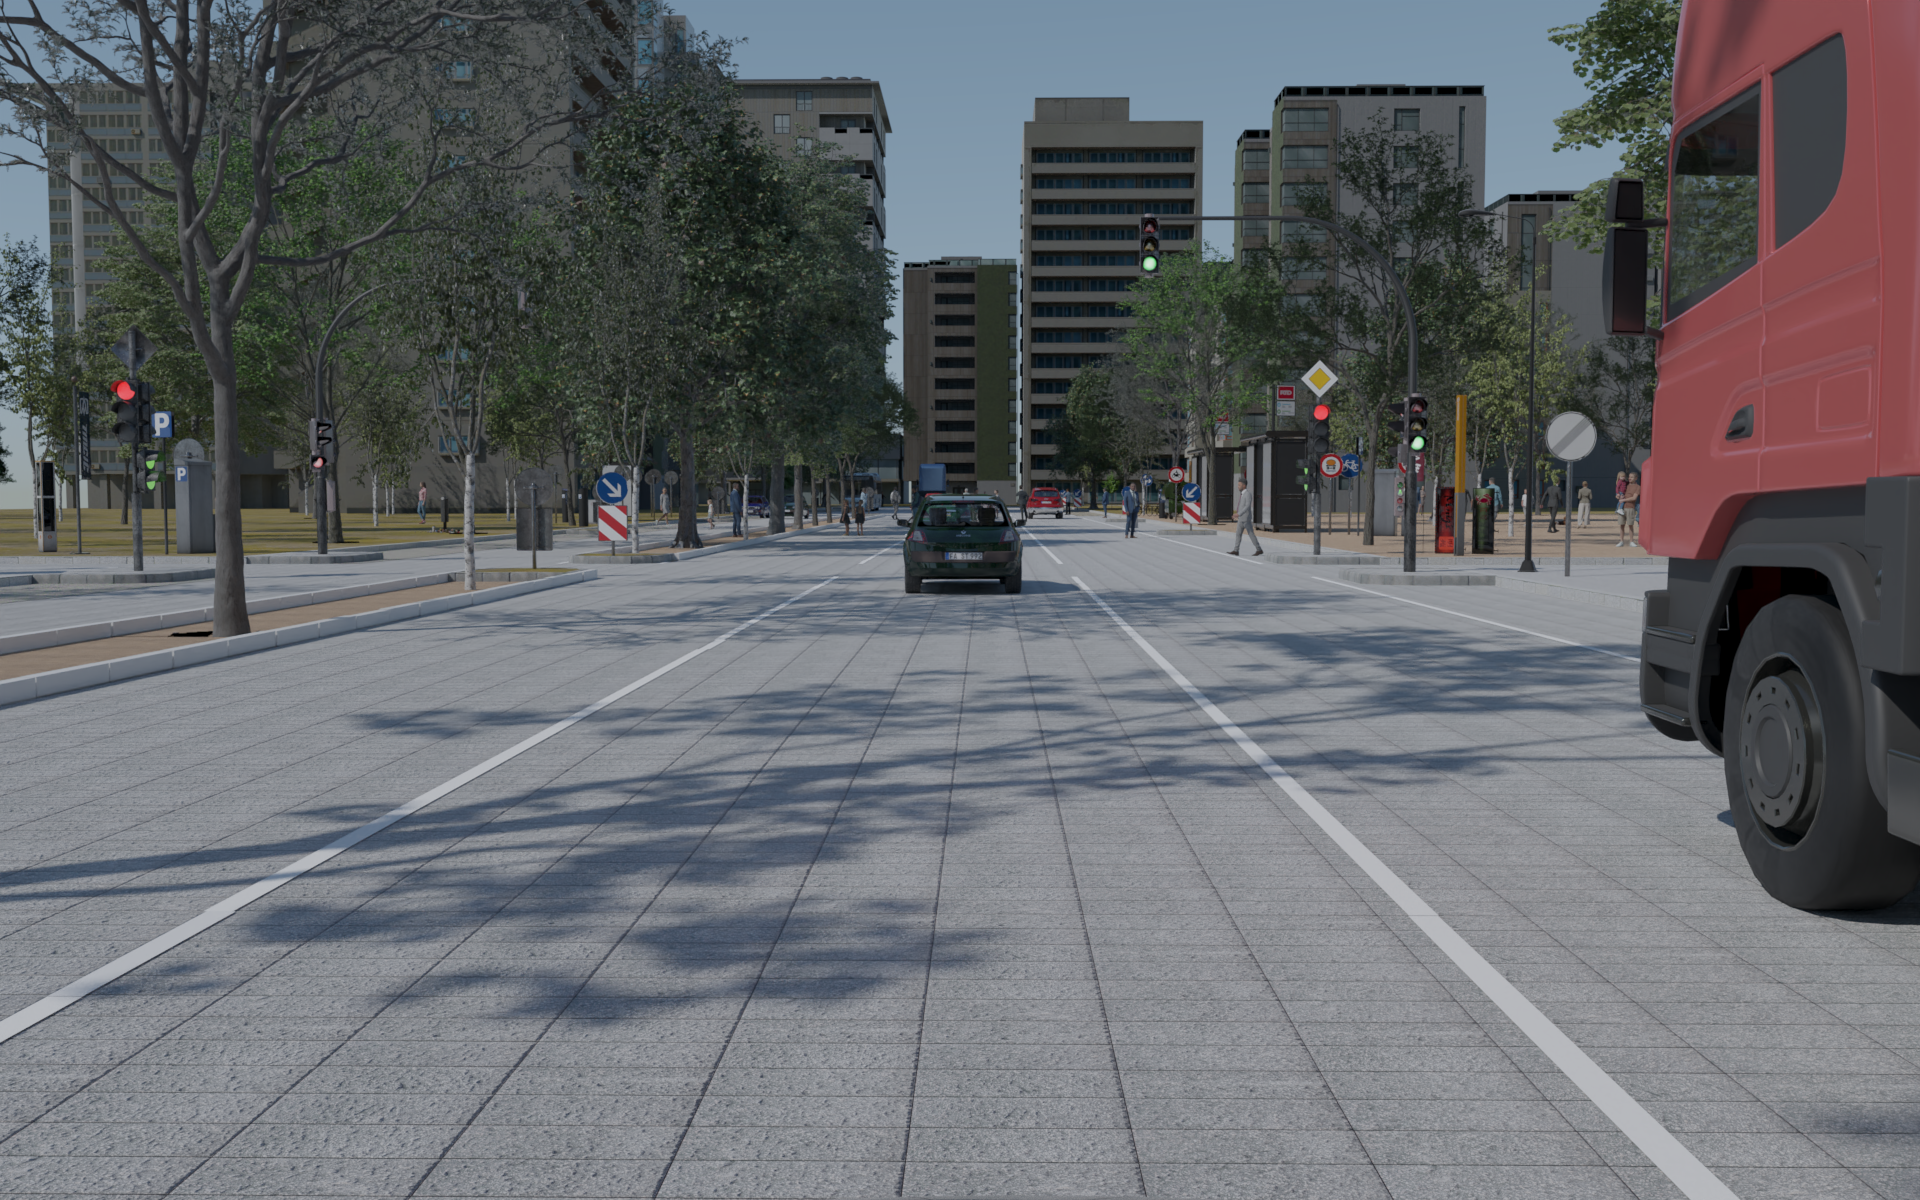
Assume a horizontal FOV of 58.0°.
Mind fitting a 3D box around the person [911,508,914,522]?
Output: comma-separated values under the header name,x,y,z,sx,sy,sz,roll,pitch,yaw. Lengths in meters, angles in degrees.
name,x,y,z,sx,sy,sz,roll,pitch,yaw
person,-2.140,-4.311,81.579,0.503,1.515,0.523,-3,5,-44

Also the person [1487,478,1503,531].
name,x,y,z,sx,sy,sz,roll,pitch,yaw
person,18.047,-3.237,58.832,0.748,1.841,0.638,-3,5,-40

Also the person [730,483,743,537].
name,x,y,z,sx,sy,sz,roll,pitch,yaw
person,-7.351,-2.954,56.979,0.419,1.800,0.721,-2,4,-30

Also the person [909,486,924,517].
name,x,y,z,sx,sy,sz,roll,pitch,yaw
person,-1.815,-3.821,71.320,0.721,1.781,0.623,-1,4,-21

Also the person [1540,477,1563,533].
name,x,y,z,sx,sy,sz,roll,pitch,yaw
person,19.584,-3.131,57.018,0.755,1.850,0.659,-2,4,-32

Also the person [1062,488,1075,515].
name,x,y,z,sx,sy,sz,roll,pitch,yaw
person,7.395,-6.748,118.812,1.348,1.826,0.705,-2,4,-35

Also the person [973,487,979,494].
name,x,y,z,sx,sy,sz,roll,pitch,yaw
person,0.716,-4.097,76.229,0.466,1.731,0.760,0,4,-1

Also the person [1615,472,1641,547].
name,x,y,z,sx,sy,sz,roll,pitch,yaw
person,16.186,-2.208,42.112,0.580,1.828,0.573,-1,4,-9

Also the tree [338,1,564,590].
name,x,y,z,sx,sy,sz,roll,pitch,yaw
tree,-7.294,-4.460,25.735,4.360,8.622,3.978,0,3,0

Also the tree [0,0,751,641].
name,x,y,z,sx,sy,sz,roll,pitch,yaw
tree,-7.282,-6.361,16.829,12.009,13.543,11.850,0,3,0

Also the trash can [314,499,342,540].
name,x,y,z,sx,sy,sz,roll,pitch,yaw
trash can,-17.883,-2.285,49.010,0.748,1.137,0.748,0,3,0

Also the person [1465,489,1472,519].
name,x,y,z,sx,sy,sz,roll,pitch,yaw
person,26.003,-5.111,89.391,0.659,1.850,0.755,2,4,29

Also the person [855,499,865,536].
name,x,y,z,sx,sy,sz,roll,pitch,yaw
person,-3.429,-2.826,59.374,0.362,1.253,0.373,1,4,16

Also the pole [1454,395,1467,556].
name,x,y,z,sx,sy,sz,roll,pitch,yaw
pole,10.344,-2.567,35.808,0.158,3.312,0.155,0,3,0

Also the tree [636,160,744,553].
name,x,y,z,sx,sy,sz,roll,pitch,yaw
tree,-7.120,-5.207,37.953,4.360,8.622,3.978,0,3,0

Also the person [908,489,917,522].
name,x,y,z,sx,sy,sz,roll,pitch,yaw
person,-1.976,-4.003,74.707,0.760,1.731,0.466,0,4,-4

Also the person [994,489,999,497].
name,x,y,z,sx,sy,sz,roll,pitch,yaw
person,2.105,-5.528,99.879,0.522,1.701,0.512,0,4,-6

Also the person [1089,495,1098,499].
name,x,y,z,sx,sy,sz,roll,pitch,yaw
person,14.837,-11.215,191.993,0.705,1.807,1.348,-3,4,-37

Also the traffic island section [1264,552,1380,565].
name,x,y,z,sx,sy,sz,roll,pitch,yaw
traffic island section,7.551,-0.871,36.526,2.009,0.180,2.903,0,4,1

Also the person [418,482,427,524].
name,x,y,z,sx,sy,sz,roll,pitch,yaw
person,-23.151,-4.189,74.539,0.555,1.821,0.388,3,4,38

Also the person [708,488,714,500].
name,x,y,z,sx,sy,sz,roll,pitch,yaw
person,-23.096,-9.435,160.319,0.705,1.823,1.348,1,4,9

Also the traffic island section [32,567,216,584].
name,x,y,z,sx,sy,sz,roll,pitch,yaw
traffic island section,-13.720,-0.405,28.898,2.009,0.180,2.903,0,4,1

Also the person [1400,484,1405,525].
name,x,y,z,sx,sy,sz,roll,pitch,yaw
person,18.588,-4.045,72.357,0.473,1.802,0.592,0,4,-5

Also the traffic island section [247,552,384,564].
name,x,y,z,sx,sy,sz,roll,pitch,yaw
traffic island section,-13.587,-0.893,36.882,2.009,0.180,2.903,0,4,1

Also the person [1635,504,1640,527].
name,x,y,z,sx,sy,sz,roll,pitch,yaw
person,26.386,-3.402,67.158,1.012,1.151,0.738,3,5,40

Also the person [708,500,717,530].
name,x,y,z,sx,sy,sz,roll,pitch,yaw
person,-10.010,-3.454,69.992,0.382,1.210,0.505,-1,4,-14

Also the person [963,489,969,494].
name,x,y,z,sx,sy,sz,roll,pitch,yaw
person,0.473,-6.102,108.746,0.782,1.767,0.515,-2,4,-23

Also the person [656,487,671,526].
name,x,y,z,sx,sy,sz,roll,pitch,yaw
person,-13.034,-4.095,76.205,0.760,1.731,0.466,0,3,0

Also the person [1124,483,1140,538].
name,x,y,z,sx,sy,sz,roll,pitch,yaw
person,5.558,-2.907,56.218,0.721,1.800,0.419,-2,4,-35

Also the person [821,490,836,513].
name,x,y,z,sx,sy,sz,roll,pitch,yaw
person,-10.095,-7.565,132.706,1.217,1.766,0.721,2,4,24

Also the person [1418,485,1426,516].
name,x,y,z,sx,sy,sz,roll,pitch,yaw
person,26.809,-5.753,100.444,0.599,1.781,0.374,-1,4,-15

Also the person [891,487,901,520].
name,x,y,z,sx,sy,sz,roll,pitch,yaw
person,-3.591,-5.403,96.946,0.679,1.850,0.850,2,4,31

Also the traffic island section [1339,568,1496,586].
name,x,y,z,sx,sy,sz,roll,pitch,yaw
traffic island section,7.418,-0.383,28.542,2.009,0.180,2.903,0,4,1

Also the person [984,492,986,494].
name,x,y,z,sx,sy,sz,roll,pitch,yaw
person,2.592,-10.659,183.714,0.756,1.711,0.436,1,4,22

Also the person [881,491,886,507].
name,x,y,z,sx,sy,sz,roll,pitch,yaw
person,-8.400,-10.985,188.935,0.721,1.723,1.217,2,4,29

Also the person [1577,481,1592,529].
name,x,y,z,sx,sy,sz,roll,pitch,yaw
person,23.145,-3.522,64.183,0.519,1.759,0.362,1,4,12

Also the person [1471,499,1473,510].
name,x,y,z,sx,sy,sz,roll,pitch,yaw
person,27.392,-4.982,92.168,0.362,1.253,0.373,2,4,28

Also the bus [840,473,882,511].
name,x,y,z,sx,sy,sz,roll,pitch,yaw
bus,-8.230,-9.234,145.843,2.948,3.499,13.247,0,4,0

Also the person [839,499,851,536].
name,x,y,z,sx,sy,sz,roll,pitch,yaw
person,-3.937,-2.821,59.297,0.373,1.253,0.362,1,4,17

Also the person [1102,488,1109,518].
name,x,y,z,sx,sy,sz,roll,pitch,yaw
person,8.722,-5.821,103.861,0.419,1.800,0.721,1,4,17

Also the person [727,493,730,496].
name,x,y,z,sx,sy,sz,roll,pitch,yaw
person,-18.309,-7.809,134.543,1.217,1.723,0.721,-1,4,-9

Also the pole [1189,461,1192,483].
name,x,y,z,sx,sy,sz,roll,pitch,yaw
pole,14.303,-6.947,107.426,0.158,3.312,0.155,0,3,0

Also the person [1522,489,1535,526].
name,x,y,z,sx,sy,sz,roll,pitch,yaw
person,22.965,-3.753,69.995,0.503,1.515,0.523,1,4,10

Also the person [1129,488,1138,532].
name,x,y,z,sx,sy,sz,roll,pitch,yaw
person,6.594,-3.466,65.717,0.362,1.759,0.519,-3,5,-41

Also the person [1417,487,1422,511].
name,x,y,z,sx,sy,sz,roll,pitch,yaw
person,16.372,-3.453,62.520,0.581,1.822,0.654,2,4,23

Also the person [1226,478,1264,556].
name,x,y,z,sx,sy,sz,roll,pitch,yaw
person,6.612,-1.915,40.088,0.850,1.792,0.678,0,4,-5

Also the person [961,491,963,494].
name,x,y,z,sx,sy,sz,roll,pitch,yaw
person,0.275,-10.465,180.320,1.217,1.743,0.721,-1,4,-14

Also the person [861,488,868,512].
name,x,y,z,sx,sy,sz,roll,pitch,yaw
person,-5.559,-5.549,99.484,0.793,1.790,0.793,3,4,38

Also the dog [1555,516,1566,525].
name,x,y,z,sx,sy,sz,roll,pitch,yaw
dog,24.690,-3.265,71.112,0.550,0.427,0.748,-2,4,-28

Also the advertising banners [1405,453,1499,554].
name,x,y,z,sx,sy,sz,roll,pitch,yaw
advertising banners,10.475,-2.503,37.106,2.074,3.025,0.090,1,4,22

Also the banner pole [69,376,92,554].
name,x,y,z,sx,sy,sz,roll,pitch,yaw
banner pole,-18.820,-2.882,37.142,0.401,3.779,0.863,0,4,-1

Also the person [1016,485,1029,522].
name,x,y,z,sx,sy,sz,roll,pitch,yaw
person,3.211,-4.994,89.511,0.648,1.900,0.474,-1,4,-23
